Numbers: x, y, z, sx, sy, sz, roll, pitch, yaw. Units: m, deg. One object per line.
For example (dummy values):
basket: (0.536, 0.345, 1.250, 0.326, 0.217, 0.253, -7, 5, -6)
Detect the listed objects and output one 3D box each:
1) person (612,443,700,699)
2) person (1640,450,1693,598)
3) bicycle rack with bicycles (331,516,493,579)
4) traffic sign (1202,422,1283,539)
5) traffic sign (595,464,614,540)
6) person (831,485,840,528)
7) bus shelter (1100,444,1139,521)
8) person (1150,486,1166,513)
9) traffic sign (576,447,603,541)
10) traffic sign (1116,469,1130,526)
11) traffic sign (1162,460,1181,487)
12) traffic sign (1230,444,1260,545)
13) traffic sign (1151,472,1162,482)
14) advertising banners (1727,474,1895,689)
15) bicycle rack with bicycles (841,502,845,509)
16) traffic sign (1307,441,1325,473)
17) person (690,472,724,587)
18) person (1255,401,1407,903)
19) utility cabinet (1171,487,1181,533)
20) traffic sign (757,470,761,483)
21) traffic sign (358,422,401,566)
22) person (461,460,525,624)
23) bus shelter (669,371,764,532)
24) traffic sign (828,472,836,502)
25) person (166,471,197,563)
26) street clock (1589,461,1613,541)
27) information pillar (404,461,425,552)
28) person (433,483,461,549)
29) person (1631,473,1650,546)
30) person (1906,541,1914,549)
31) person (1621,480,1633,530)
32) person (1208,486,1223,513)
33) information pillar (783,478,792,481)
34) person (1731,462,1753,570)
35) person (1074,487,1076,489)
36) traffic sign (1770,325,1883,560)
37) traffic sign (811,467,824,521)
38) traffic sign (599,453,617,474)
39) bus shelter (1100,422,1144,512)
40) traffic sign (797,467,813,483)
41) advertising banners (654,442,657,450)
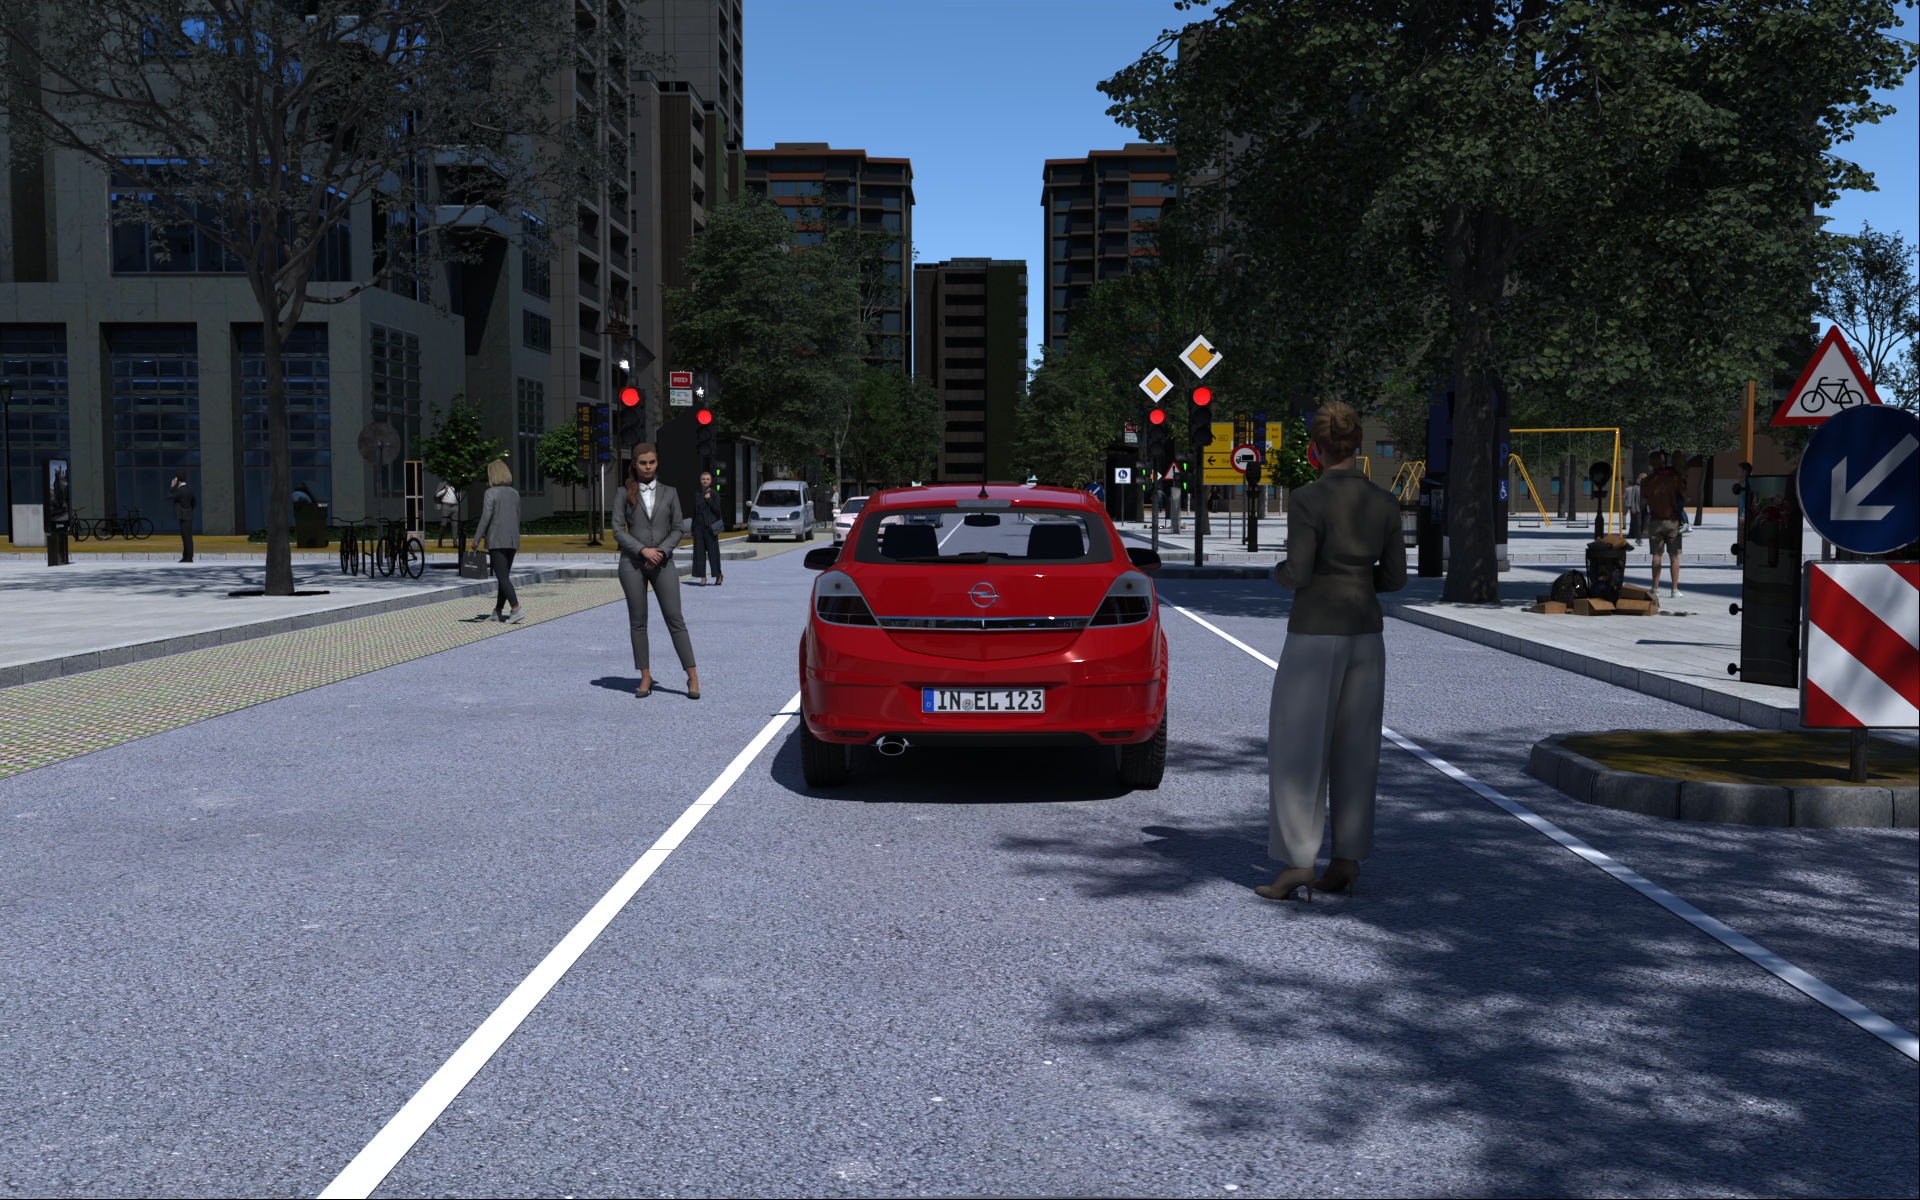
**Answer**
person: (-2.136, -0.207, 12.158, 0.520, 1.790, 0.573, -2, 4, -33)
person: (8.789, -0.946, 21.483, 0.580, 1.828, 0.573, -1, 4, -18)
bicycle rack with bicycles: (-8.520, -0.848, 27.251, 2.852, 0.926, 2.925, -1, 4, -22)
traffic sign: (7.965, -3.367, 48.921, 2.265, 3.308, 0.079, 0, 4, 4)
traffic sign: (-10.005, -2.943, 48.221, 0.768, 2.556, 0.104, 1, 4, 11)
person: (-4.960, -3.692, 69.225, 0.624, 1.780, 0.694, -1, 4, -18)
bus shelter: (7.891, -5.708, 84.616, 1.731, 3.624, 6.357, 0, 4, 1)
person: (13.744, -6.945, 119.680, 1.350, 1.814, 0.705, -2, 4, -28)
traffic sign: (-10.014, -2.858, 46.837, 0.768, 2.556, 0.104, 1, 4, 10)
traffic sign: (6.427, -4.055, 68.429, 0.606, 2.300, 0.079, 0, 4, 1)
traffic sign: (8.132, -4.030, 65.887, 0.884, 2.594, 0.081, 1, 4, 8)
traffic sign: (7.196, -2.673, 43.814, 0.768, 2.556, 0.104, 0, 4, 5)
traffic sign: (9.864, -5.389, 87.850, 0.795, 2.593, 0.064, 1, 4, 9)
advertising banners: (5.710, -0.898, 10.876, 0.090, 3.025, 2.074, -1, 4, -22)
bicycle rack with bicycles: (-8.542, -6.076, 112.729, 2.925, 0.926, 2.852, 0, 4, -8)
traffic sign: (7.889, -2.290, 37.541, 0.768, 2.556, 0.104, 0, 4, 5)
person: (-3.955, -1.106, 27.005, 0.576, 1.772, 0.534, 0, 4, 5)
person: (1.318, 0.175, 6.195, 0.519, 1.759, 0.362, -1, 4, -21)
utility cabinet: (7.024, -2.912, 56.295, 0.318, 1.500, 1.173, 0, 4, 6)
traffic sign: (-10.578, -5.434, 88.949, 0.768, 2.556, 0.104, 0, 4, 7)
traffic sign: (-10.270, -1.867, 30.630, 0.768, 2.556, 0.104, 0, 4, 2)
person: (-5.091, -0.633, 19.040, 0.728, 1.800, 0.709, 2, 4, 34)
bus shelter: (-8.357, -4.993, 59.260, 2.179, 5.291, 8.768, 0, 4, 1)
traffic sign: (-7.578, -6.134, 100.402, 0.768, 2.556, 0.104, 1, 4, 9)
person: (-15.692, -1.654, 34.898, 0.474, 1.900, 0.648, -1, 4, -11)
street clock: (14.189, -2.070, 38.410, 0.471, 2.002, 0.358, 1, 4, 12)
information pillar: (-12.149, -2.084, 38.570, 0.304, 2.012, 0.304, 1, 4, 14)
person: (-12.113, -2.128, 40.938, 0.679, 1.850, 0.850, -3, 5, -44)
person: (16.913, -2.237, 42.808, 0.709, 1.800, 0.728, 0, 4, 0)
person: (8.801, -0.633, 16.244, 0.661, 1.843, 0.795, -1, 4, -9)
person: (24.119, -3.440, 62.485, 0.606, 1.804, 0.583, -1, 4, -13)
person: (17.263, -6.808, 117.372, 1.348, 1.822, 0.705, -3, 4, -38)
information pillar: (-7.843, -4.544, 78.794, 0.304, 2.012, 0.304, 3, 4, 38)
person: (13.345, -1.414, 29.180, 0.620, 1.820, 0.660, 2, 4, 25)
person: (7.398, -6.428, 111.566, 0.576, 1.772, 0.534, 3, 4, 39)
traffic sign: (6.731, -0.821, 13.434, 0.884, 2.594, 0.081, 1, 4, 10)
traffic sign: (-6.798, -5.009, 82.004, 0.768, 2.556, 0.104, 0, 4, 8)
traffic sign: (-9.742, -2.904, 47.206, 0.795, 2.593, 0.064, 0, 4, 5)
bus shelter: (8.776, -7.130, 94.202, 2.179, 5.291, 8.768, 0, 4, 1)
traffic sign: (-7.279, -4.965, 81.290, 0.768, 2.556, 0.104, 1, 4, 10)
advertising banners: (-10.082, -3.872, 59.490, 0.090, 3.025, 2.074, 1, 4, 13)
